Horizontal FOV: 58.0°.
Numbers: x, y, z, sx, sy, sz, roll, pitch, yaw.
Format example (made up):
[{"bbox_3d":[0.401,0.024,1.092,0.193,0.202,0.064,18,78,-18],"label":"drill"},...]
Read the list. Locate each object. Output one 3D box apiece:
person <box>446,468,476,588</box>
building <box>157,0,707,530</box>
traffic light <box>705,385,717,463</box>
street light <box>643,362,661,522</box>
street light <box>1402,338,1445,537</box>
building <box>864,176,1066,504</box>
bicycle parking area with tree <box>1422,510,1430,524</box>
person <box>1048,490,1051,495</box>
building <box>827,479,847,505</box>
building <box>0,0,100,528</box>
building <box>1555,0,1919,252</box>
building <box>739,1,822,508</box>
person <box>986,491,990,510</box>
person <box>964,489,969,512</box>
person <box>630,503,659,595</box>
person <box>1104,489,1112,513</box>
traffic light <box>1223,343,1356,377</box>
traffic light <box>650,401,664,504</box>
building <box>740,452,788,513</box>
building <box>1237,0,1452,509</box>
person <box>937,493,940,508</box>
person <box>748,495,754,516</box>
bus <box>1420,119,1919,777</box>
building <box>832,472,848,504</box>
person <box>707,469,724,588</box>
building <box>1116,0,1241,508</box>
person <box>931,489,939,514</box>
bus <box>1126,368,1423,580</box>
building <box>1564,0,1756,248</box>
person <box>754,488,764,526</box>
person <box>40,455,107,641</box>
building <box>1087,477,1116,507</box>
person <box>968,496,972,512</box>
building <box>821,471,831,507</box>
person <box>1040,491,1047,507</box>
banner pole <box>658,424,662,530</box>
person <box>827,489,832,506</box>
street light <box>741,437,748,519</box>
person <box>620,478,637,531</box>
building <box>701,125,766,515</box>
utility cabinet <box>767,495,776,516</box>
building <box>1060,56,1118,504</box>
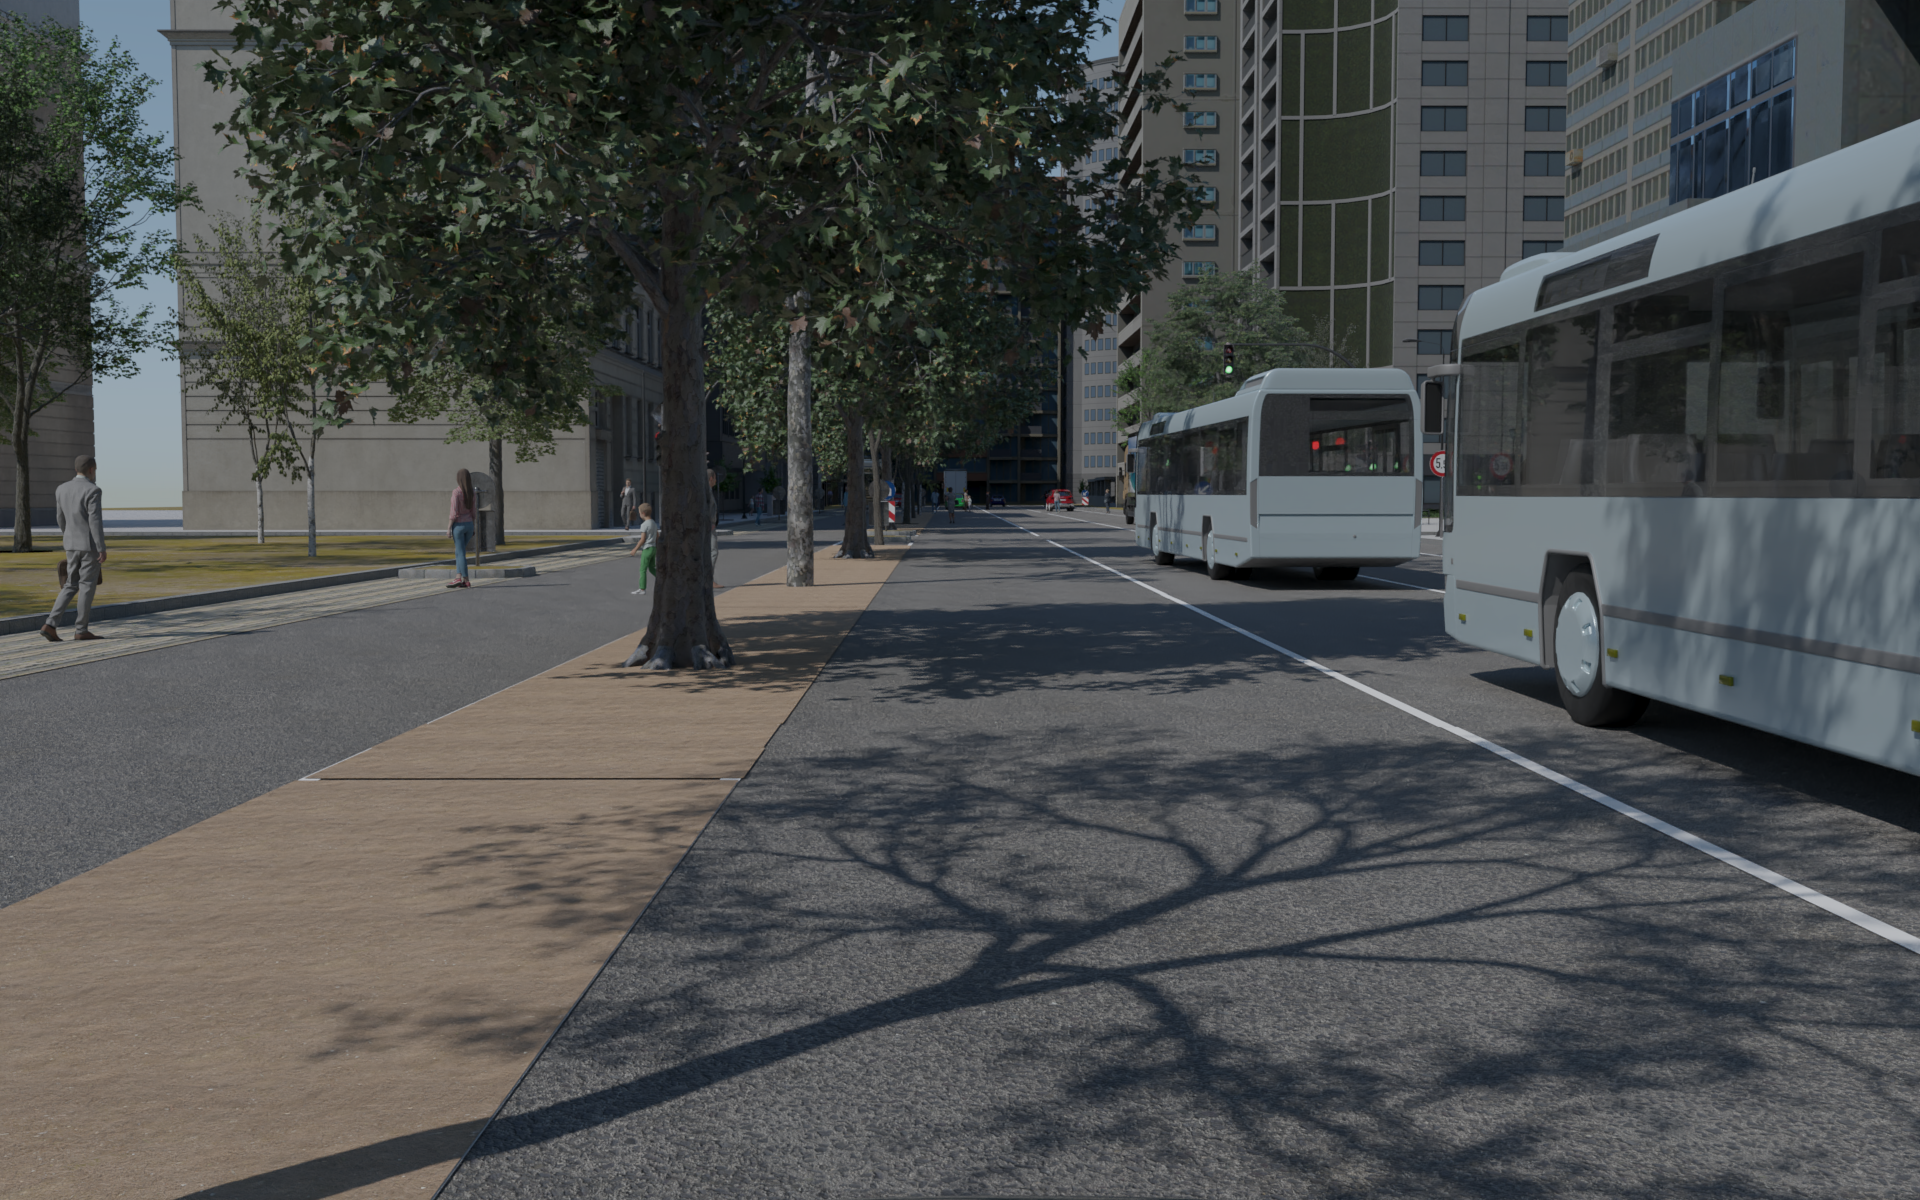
[{"bbox_3d":[-7.552,-1.088,26.304,0.388,1.821,0.555,1,4,18],"label":"person"},{"bbox_3d":[-20.503,-14.798,75.236,16.112,22.955,30.059,0,4,0],"label":"building"},{"bbox_3d":[-6.876,-5.233,60.231,4.771,5.953,1.251,0,4,0],"label":"traffic light"},{"bbox_3d":[-10.403,-5.353,60.064,1.470,5.913,1.316,0,4,0],"label":"street light"},{"bbox_3d":[13.897,-4.850,51.846,1.470,5.913,1.316,0,4,0],"label":"street light"},{"bbox_3d":[-0.646,-35.232,230.662,28.867,44.769,22.147,0,4,0],"label":"building"},{"bbox_3d":[21.606,-5.436,75.885,8.231,4.147,9.016,1,4,16],"label":"bicycle parking area with tree"},{"bbox_3d":[8.570,-9.586,165.237,0.705,1.823,1.348,-1,4,-12],"label":"person"},{"bbox_3d":[-27.952,-33.254,198.332,28.867,44.769,22.147,0,4,0],"label":"building"},{"bbox_3d":[-46.387,-17.164,66.536,20.117,28.700,13.634,0,4,0],"label":"building"},{"bbox_3d":[27.013,-43.908,30.576,22.319,86.520,31.000,0,4,0],"label":"building"},{"bbox_3d":[-23.565,-37.121,148.921,21.231,58.520,28.212,0,4,0],"label":"building"},{"bbox_3d":[2.545,-9.000,156.450,0.445,1.727,0.742,0,4,-8],"label":"person"},{"bbox_3d":[0.529,-8.062,140.314,0.705,1.824,1.348,0,4,-4],"label":"person"},{"bbox_3d":[-4.400,-0.731,24.707,0.590,1.304,0.306,0,4,0],"label":"person"},{"bbox_3d":[10.972,-7.289,128.097,0.534,1.772,0.576,2,4,28],"label":"person"},{"bbox_3d":[10.254,-4.742,52.197,4.771,5.953,1.251,0,4,0],"label":"traffic light"},{"bbox_3d":[-8.915,-3.870,52.198,0.839,4.253,0.868,0,4,0],"label":"traffic light"},{"bbox_3d":[-17.285,-16.830,124.319,9.793,20.994,18.267,0,4,0],"label":"building"},{"bbox_3d":[28.358,-41.397,115.092,20.563,71.187,20.611,0,4,0],"label":"building"},{"bbox_3d":[-2.317,-10.343,178.063,0.683,1.767,0.568,1,4,18],"label":"person"},{"bbox_3d":[-12.230,-5.525,101.385,0.382,1.210,0.505,0,4,-1],"label":"person"},{"bbox_3d":[5.047,-0.794,7.837,2.948,3.499,13.247,0,4,0],"label":"bus"},{"bbox_3d":[-25.374,-48.307,228.066,20.611,71.187,20.563,0,4,0],"label":"building"},{"bbox_3d":[-3.866,-1.093,26.465,0.391,1.810,0.635,-1,4,-22],"label":"person"},{"bbox_3d":[25.383,-32.248,150.959,21.300,48.544,21.600,0,4,0],"label":"building"},{"bbox_3d":[-1.804,-7.019,123.533,0.793,1.790,0.793,2,4,31],"label":"person"},{"bbox_3d":[5.272,-2.271,31.991,2.948,3.499,13.247,0,4,-2],"label":"bus"},{"bbox_3d":[41.629,-23.482,75.811,23.993,40.220,32.217,0,4,0],"label":"building"},{"bbox_3d":[-8.919,-4.127,76.817,0.643,1.720,0.563,-2,4,-35],"label":"person"},{"bbox_3d":[-8.559,-0.506,16.900,0.709,1.813,0.853,1,4,17],"label":"person"},{"bbox_3d":[31.139,-30.979,198.391,32.217,40.220,23.993,0,4,0],"label":"building"},{"bbox_3d":[0.728,-7.499,135.393,0.425,1.301,0.394,3,5,41],"label":"person"},{"bbox_3d":[-20.227,-31.832,170.559,14.600,45.320,14.200,0,4,0],"label":"building"},{"bbox_3d":[9.618,-11.344,193.988,1.348,1.822,0.705,-1,4,-22],"label":"person"},{"bbox_3d":[-10.771,-4.413,62.163,0.401,3.779,0.863,-1,4,-13],"label":"banner pole"},{"bbox_3d":[-13.790,-10.789,182.304,0.709,1.838,0.599,3,4,39],"label":"person"},{"bbox_3d":[-10.663,-7.170,89.777,1.470,5.913,1.316,0,4,0],"label":"street light"},{"bbox_3d":[-11.660,-3.357,60.901,0.622,1.834,0.822,0,4,6],"label":"person"},{"bbox_3d":[-19.907,-18.922,102.885,14.314,27.812,24.014,0,4,0],"label":"building"},{"bbox_3d":[-10.878,-5.435,100.018,0.306,1.237,1.020,0,4,7],"label":"utility cabinet"},{"bbox_3d":[27.898,-42.054,229.585,28.212,58.520,21.231,0,4,0],"label":"building"}]
